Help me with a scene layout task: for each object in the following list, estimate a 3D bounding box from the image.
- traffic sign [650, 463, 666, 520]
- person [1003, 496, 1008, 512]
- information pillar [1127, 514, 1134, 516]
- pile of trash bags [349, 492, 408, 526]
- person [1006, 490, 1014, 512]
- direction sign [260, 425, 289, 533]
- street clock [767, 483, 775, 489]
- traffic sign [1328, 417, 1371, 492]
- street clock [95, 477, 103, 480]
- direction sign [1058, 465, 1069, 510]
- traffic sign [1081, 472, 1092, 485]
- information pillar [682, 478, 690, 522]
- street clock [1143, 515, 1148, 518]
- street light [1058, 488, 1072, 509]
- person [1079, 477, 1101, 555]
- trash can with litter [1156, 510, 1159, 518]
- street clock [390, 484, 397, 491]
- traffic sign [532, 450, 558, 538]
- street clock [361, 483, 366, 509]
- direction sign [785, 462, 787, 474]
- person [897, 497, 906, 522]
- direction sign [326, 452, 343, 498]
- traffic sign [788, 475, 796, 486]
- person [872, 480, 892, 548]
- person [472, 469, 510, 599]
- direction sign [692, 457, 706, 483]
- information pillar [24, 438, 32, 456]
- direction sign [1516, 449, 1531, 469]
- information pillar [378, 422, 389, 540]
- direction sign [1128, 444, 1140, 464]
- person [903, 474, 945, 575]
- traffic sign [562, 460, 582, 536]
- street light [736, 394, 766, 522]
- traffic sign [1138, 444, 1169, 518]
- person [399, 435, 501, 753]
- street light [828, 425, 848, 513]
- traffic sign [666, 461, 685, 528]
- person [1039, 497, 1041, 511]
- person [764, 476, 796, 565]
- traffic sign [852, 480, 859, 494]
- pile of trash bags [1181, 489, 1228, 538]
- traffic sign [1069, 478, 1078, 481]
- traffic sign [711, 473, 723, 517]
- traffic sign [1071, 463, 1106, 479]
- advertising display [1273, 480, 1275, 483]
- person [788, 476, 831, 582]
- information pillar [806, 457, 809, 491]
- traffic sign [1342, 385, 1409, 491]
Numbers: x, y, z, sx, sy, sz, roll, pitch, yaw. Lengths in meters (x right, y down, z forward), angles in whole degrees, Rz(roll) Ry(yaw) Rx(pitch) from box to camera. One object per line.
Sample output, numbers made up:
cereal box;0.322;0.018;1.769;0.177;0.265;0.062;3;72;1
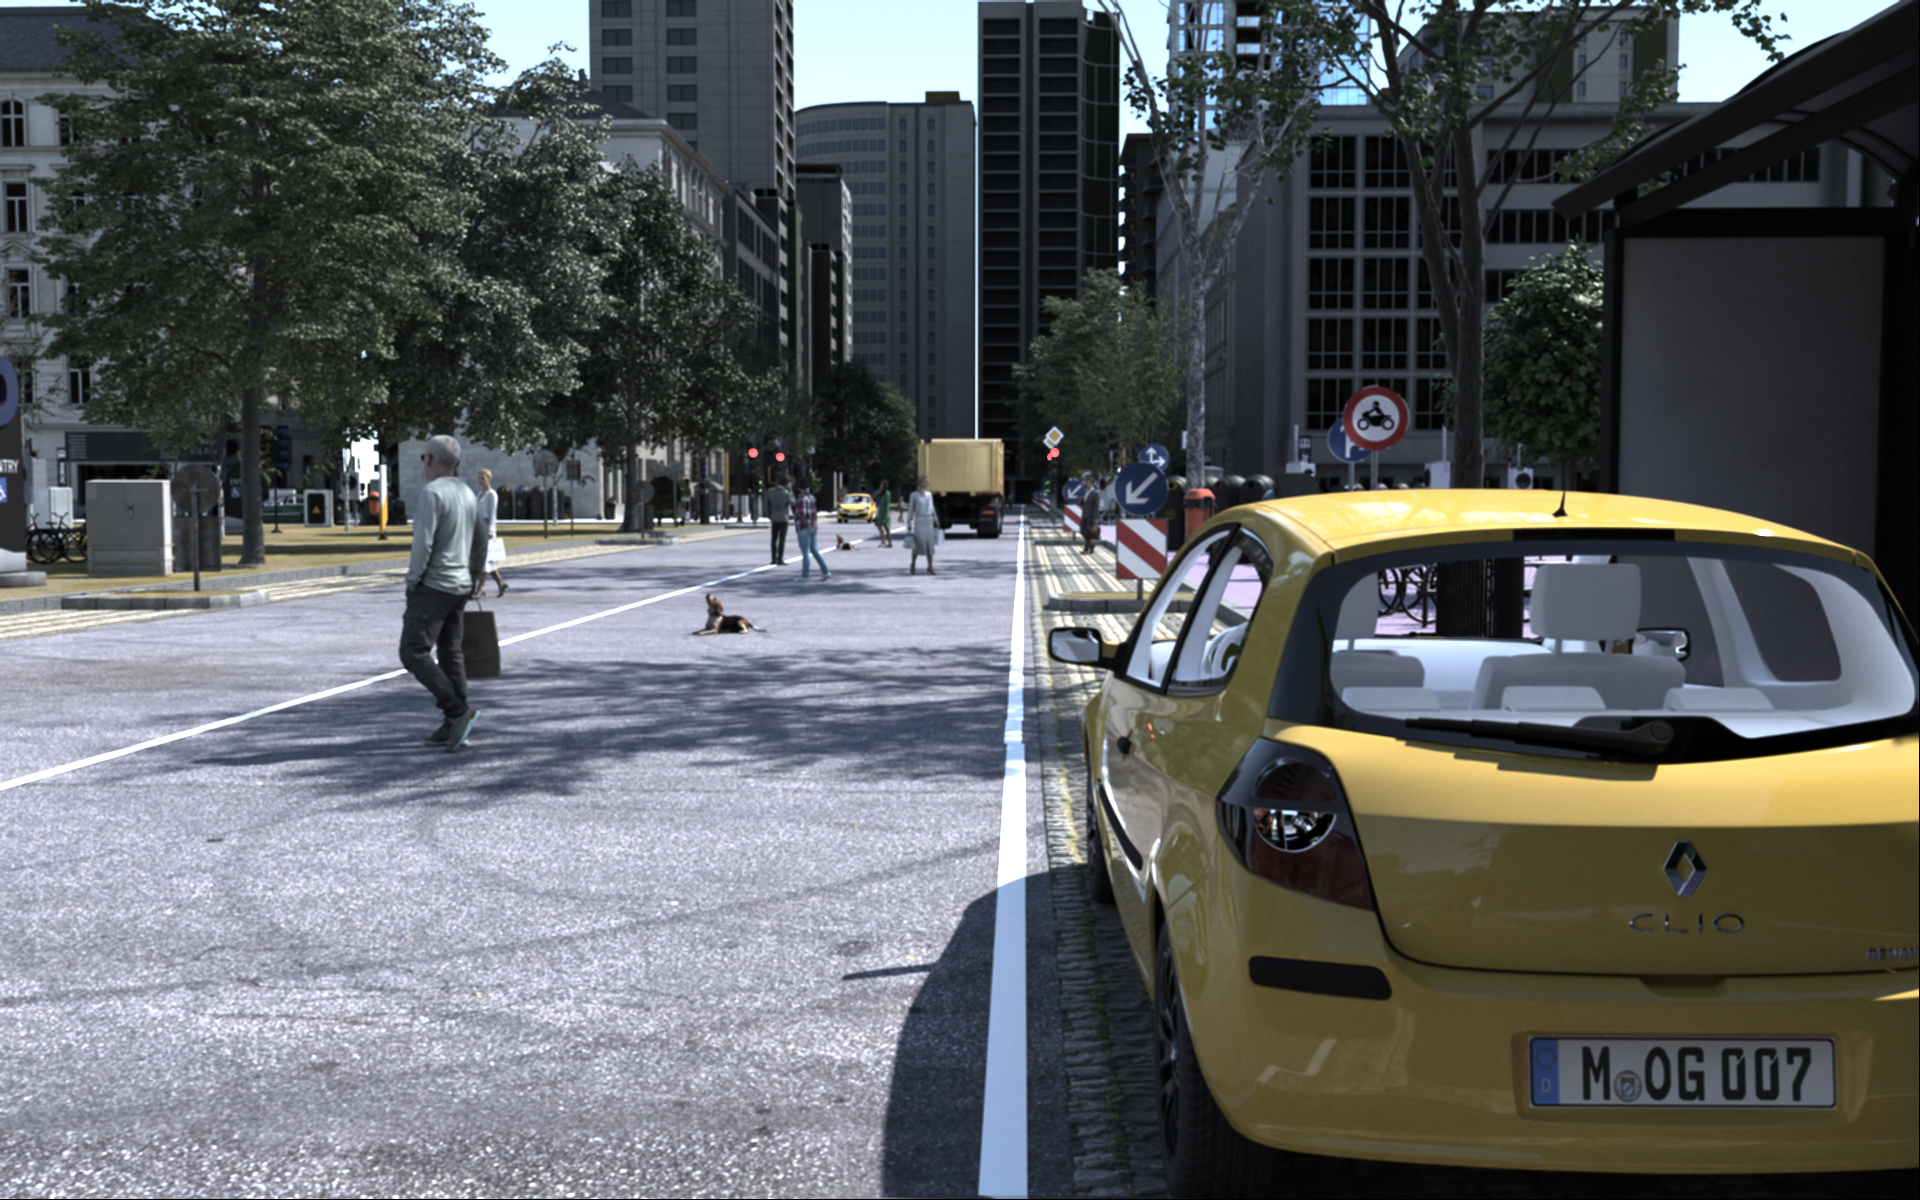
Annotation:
traffic sign;-12.199;-4.281;70.098;0.768;2.556;0.104;1;4;9
person;3.452;-7.443;134.473;0.640;1.303;0.475;0;4;-7
information pillar;7.121;-4.122;71.881;0.304;2.012;0.304;-1;4;-11
pile of trash bags;-23.503;-3.702;70.286;1.912;1.369;3.447;-1;4;-9
person;4.039;-7.937;138.854;0.593;1.750;0.643;1;4;22
direction sign;-22.592;-3.985;57.146;0.876;3.537;0.379;-1;4;-13
street clock;-11.950;-6.409;109.363;0.471;2.002;0.358;-1;4;-15
traffic sign;6.308;-1.702;27.936;0.768;2.556;0.104;1;4;8
street clock;-36.322;-4.192;73.107;0.358;2.002;0.471;-3;4;-37
direction sign;8.114;-8.806;135.975;0.876;3.537;0.379;-1;4;-20
traffic sign;7.237;-6.000;98.202;0.768;2.556;0.104;0;4;8
information pillar;-12.804;-4.675;80.927;0.304;2.012;0.304;-2;4;-24
street clock;4.945;-2.563;46.475;0.358;2.002;0.471;0;4;6
street light;6.954;-8.791;116.276;1.470;5.913;1.316;0;4;2
person;3.062;-1.977;40.783;0.622;1.834;0.822;3;4;39
trash can with litter;7.095;-3.198;63.347;1.678;1.210;2.233;1;4;22
street clock;-40.043;-7.211;122.466;0.471;2.002;0.358;-2;4;-25
traffic sign;-11.985;-3.054;50.037;0.768;2.556;0.104;0;4;8
street clock;-37.697;-6.406;109.306;0.358;2.002;0.471;0;4;2
direction sign;-12.270;-7.938;121.789;0.379;3.537;0.876;1;4;9
person;-2.948;-4.575;87.577;0.475;1.303;0.640;-3;5;-41
direction sign;-33.469;-6.159;92.701;0.876;3.537;0.379;0;4;2
traffic sign;-11.419;-7.109;116.338;0.768;2.556;0.104;0;4;8
person;-2.001;-2.291;46.209;0.529;1.795;0.600;-2;4;-35
person;-6.461;-0.913;23.776;0.624;1.780;0.694;-2;4;-30
direction sign;-16.090;-7.029;106.914;0.876;3.537;0.379;-1;4;-22
information pillar;-38.856;-4.945;72.201;0.504;3.616;0.183;1;4;19
direction sign;27.625;-5.684;84.924;0.876;3.537;0.379;-1;4;-20
information pillar;-16.246;-3.509;48.721;0.183;3.616;0.504;0;4;-1
direction sign;7.899;-5.302;78.690;0.379;3.537;0.876;-2;4;-31
person;-0.650;-1.343;30.809;0.694;1.780;0.624;-1;4;-17
traffic sign;-11.717;-3.067;52.277;0.606;2.300;0.079;0;4;6
street light;-9.632;-6.564;79.864;1.470;5.913;1.316;0;4;2
traffic sign;4.897;-2.675;43.839;0.768;2.556;0.104;0;4;7
person;-2.884;-0.058;9.934;0.515;1.767;0.782;1;4;12
street light;-8.278;-8.850;117.233;1.470;5.913;1.316;0;4;2
traffic sign;-10.920;-4.052;66.359;0.768;2.556;0.104;1;4;11
person;6.442;-7.775;135.809;0.537;1.800;0.526;2;4;35
person;-3.633;-1.604;34.911;0.592;1.802;0.473;2;4;31
traffic sign;-9.386;-9.394;153.697;0.768;2.556;0.104;0;4;4
pile of trash bags;5.281;-1.322;31.360;3.447;1.369;1.912;-3;5;-41
traffic sign;7.002;-6.395;106.689;0.606;2.300;0.079;0;4;2
traffic sign;-11.937;-5.080;85.188;0.606;2.300;0.079;0;4;6
traffic sign;8.361;-7.262;112.602;2.265;3.308;0.079;0;4;8
advertising display;14.824;-4.656;81.343;0.974;1.923;0.123;0;4;1
person;-2.469;-1.157;28.255;0.643;1.720;0.563;1;4;22
information pillar;-9.717;-7.268;110.193;0.183;3.616;0.504;0;4;5
traffic sign;4.876;-1.241;20.392;0.768;2.556;0.104;0;4;6
